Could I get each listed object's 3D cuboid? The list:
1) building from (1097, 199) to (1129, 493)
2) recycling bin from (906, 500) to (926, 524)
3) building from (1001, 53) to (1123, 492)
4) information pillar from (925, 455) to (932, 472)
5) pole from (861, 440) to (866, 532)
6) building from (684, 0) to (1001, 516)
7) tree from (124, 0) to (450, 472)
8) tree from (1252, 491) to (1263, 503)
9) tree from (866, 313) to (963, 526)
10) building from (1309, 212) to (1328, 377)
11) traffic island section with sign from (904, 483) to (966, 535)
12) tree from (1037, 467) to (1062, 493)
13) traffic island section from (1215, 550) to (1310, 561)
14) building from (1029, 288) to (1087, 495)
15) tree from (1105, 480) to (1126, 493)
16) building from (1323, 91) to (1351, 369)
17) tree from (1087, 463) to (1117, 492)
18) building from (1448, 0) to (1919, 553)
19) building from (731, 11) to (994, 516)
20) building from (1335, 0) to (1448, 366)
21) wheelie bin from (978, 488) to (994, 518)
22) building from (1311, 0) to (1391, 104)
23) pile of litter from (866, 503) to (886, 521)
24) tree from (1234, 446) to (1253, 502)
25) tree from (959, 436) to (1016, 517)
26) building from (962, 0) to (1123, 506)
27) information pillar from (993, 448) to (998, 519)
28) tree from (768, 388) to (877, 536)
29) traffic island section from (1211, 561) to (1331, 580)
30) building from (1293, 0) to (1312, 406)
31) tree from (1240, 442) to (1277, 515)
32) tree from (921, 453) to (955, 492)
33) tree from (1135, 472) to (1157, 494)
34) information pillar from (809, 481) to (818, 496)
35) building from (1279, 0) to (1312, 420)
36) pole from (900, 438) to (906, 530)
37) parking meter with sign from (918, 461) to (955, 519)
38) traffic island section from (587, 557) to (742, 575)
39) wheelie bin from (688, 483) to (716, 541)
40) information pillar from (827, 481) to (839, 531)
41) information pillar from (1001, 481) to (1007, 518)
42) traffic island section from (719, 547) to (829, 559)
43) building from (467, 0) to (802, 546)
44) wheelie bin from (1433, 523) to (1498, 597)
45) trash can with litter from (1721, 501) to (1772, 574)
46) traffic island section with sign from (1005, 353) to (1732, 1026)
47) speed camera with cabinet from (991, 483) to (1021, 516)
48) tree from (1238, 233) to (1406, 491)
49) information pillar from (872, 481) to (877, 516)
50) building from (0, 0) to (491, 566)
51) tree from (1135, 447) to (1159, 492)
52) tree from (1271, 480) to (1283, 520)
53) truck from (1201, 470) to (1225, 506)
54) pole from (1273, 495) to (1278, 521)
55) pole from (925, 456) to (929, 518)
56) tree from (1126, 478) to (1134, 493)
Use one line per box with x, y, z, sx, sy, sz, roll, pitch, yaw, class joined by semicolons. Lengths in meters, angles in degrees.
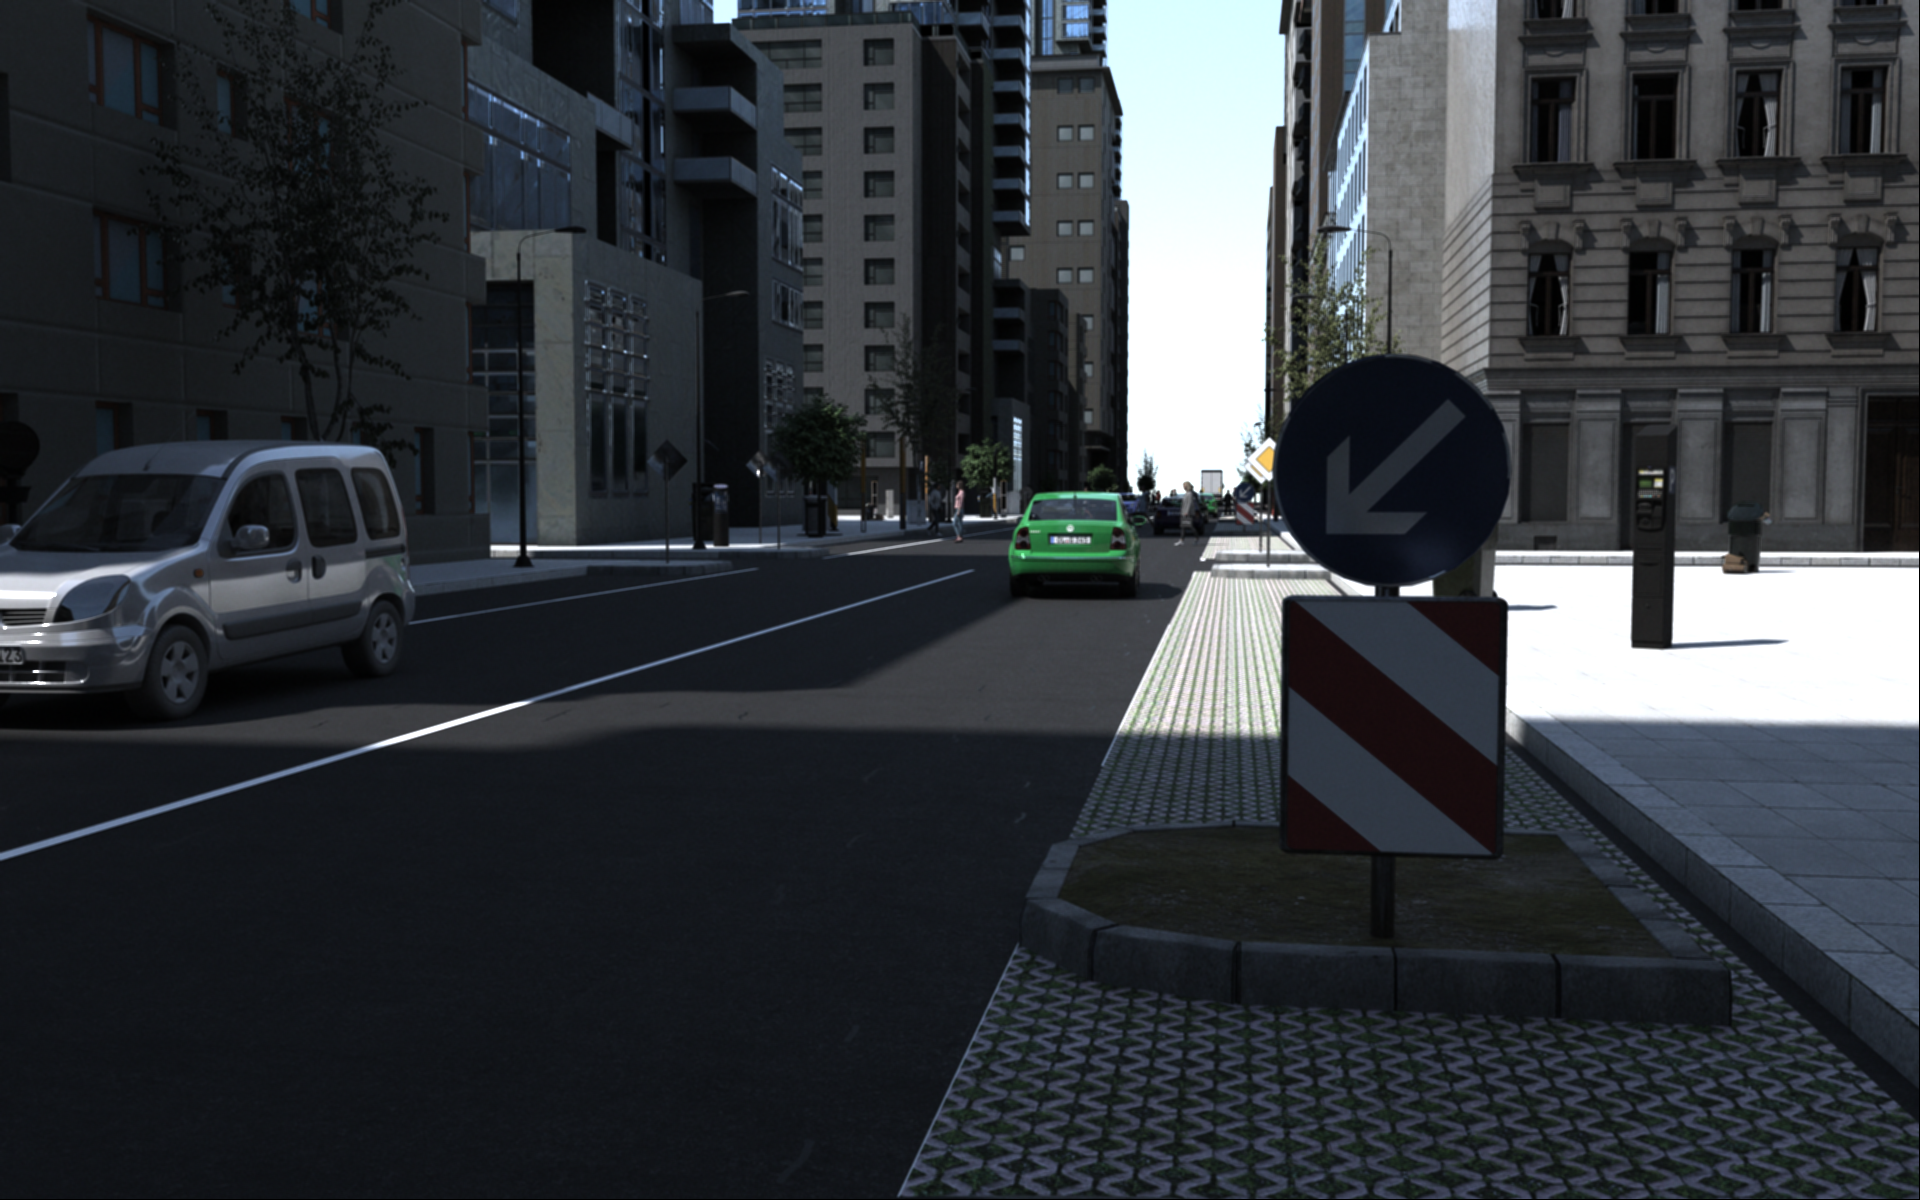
15.453;-33.733;235.122;14.154;41.232;14.086;1;4;9;building
-1.880;-3.772;74.233;0.722;1.027;0.722;-1;4;-15;recycling bin
4.961;-38.221;214.157;28.713;52.752;27.495;1;4;9;building
-1.809;-6.677;100.515;0.504;3.616;0.183;3;4;38;information pillar
-3.243;-3.933;58.150;0.158;3.312;0.155;0;3;0;pole
-5.149;-50.017;130.448;22.319;86.520;31.000;1;4;9;building
-8.849;-4.479;23.601;4.360;8.622;3.978;0;3;0;tree
44.057;-16.220;259.798;1.663;3.219;1.824;0;3;0;tree
-1.670;-7.294;69.615;4.360;8.622;3.978;0;3;0;tree
26.151;-14.479;101.352;10.561;19.102;19.286;1;4;9;building
-0.828;-3.229;61.416;1.989;1.847;2.006;1;4;9;traffic island section with sign
6.310;-7.951;124.593;1.663;3.219;1.824;0;3;0;tree
6.660;-0.977;38.254;2.009;0.180;2.903;1;4;9;traffic island section
-3.106;-19.409;162.370;27.650;21.520;28.899;1;4;9;building
16.380;-11.676;185.503;1.663;3.219;1.824;0;3;0;tree
22.709;-14.294;82.863;9.793;20.994;18.267;1;4;9;building
14.841;-12.124;181.943;4.285;4.588;4.351;0;3;0;tree
21.373;-11.785;41.841;18.267;20.994;9.793;1;4;9;building
-5.795;-20.583;108.239;14.160;30.474;14.107;1;4;9;building
19.905;-12.855;64.937;10.420;20.320;16.860;1;4;9;building
1.419;-5.265;93.997;0.980;1.594;0.693;1;4;11;wheelie bin
31.677;-28.773;120.541;14.600;45.320;14.200;1;4;9;building
-4.167;-4.313;84.484;1.176;0.858;1.719;3;5;40;pile of litter
43.825;-19.157;263.582;4.360;8.622;3.978;0;3;0;tree
1.594;-6.948;97.308;4.285;4.588;4.351;0;3;0;tree
14.091;-57.748;256.846;22.319;86.520;31.000;1;4;9;building
1.788;-5.889;87.636;0.183;3.616;0.504;1;4;13;information pillar
-4.271;-4.281;53.700;4.285;4.588;4.351;0;3;0;tree
5.424;-0.494;30.364;2.009;0.180;2.903;1;4;9;traffic island section
38.809;-29.760;141.199;22.147;44.769;28.867;1;4;9;building
19.866;-7.643;108.673;4.285;4.588;4.351;0;3;0;tree
-1.040;-5.309;81.396;1.663;3.219;1.824;0;3;0;tree
27.097;-16.478;253.125;4.285;4.588;4.351;0;3;0;tree
-6.632;-4.519;78.379;0.304;2.012;0.304;-2;4;-27;information pillar
45.670;-35.420;168.355;28.713;52.752;27.495;1;4;9;building
-2.070;-4.207;62.622;0.158;3.312;0.155;0;3;0;pole
-1.285;-5.799;91.075;1.738;3.016;0.543;2;4;26;parking meter with sign
-5.435;-0.598;32.065;2.009;0.180;2.903;1;4;9;traffic island section
-6.980;-2.420;47.475;0.980;1.594;0.693;0;4;1;wheelie bin
-4.412;-4.199;60.005;0.183;3.616;0.504;-3;4;-37;information pillar
2.383;-5.506;94.513;0.304;2.012;0.304;0;4;-2;information pillar
-4.198;-1.081;39.954;2.009;0.180;2.903;1;4;9;traffic island section
-18.041;-45.515;56.845;22.319;86.520;31.000;1;4;9;building
5.549;-0.688;19.153;0.693;1.594;0.980;3;4;37;wheelie bin
12.737;-1.022;28.094;0.624;1.170;1.055;2;4;34;trash can with litter
1.237;0.178;5.710;1.989;1.847;2.006;1;4;9;traffic island section with sign
2.751;-6.721;104.219;2.038;3.252;0.660;-3;5;-40;speed camera with cabinet
10.511;-5.997;48.408;4.737;8.622;4.395;0;3;0;tree
-4.963;-5.877;100.584;0.304;2.012;0.304;-1;4;-9;information pillar
-25.720;-10.841;22.283;28.899;21.520;27.650;1;4;9;building
28.763;-19.238;264.903;4.737;8.622;4.395;0;3;0;tree
16.598;-5.634;86.724;1.663;3.219;1.824;0;3;0;tree
29.791;-13.195;204.649;2.839;4.237;11.283;1;4;9;truck
14.816;-5.341;81.168;0.158;3.312;0.155;0;3;0;pole
-1.748;-6.028;92.393;0.158;3.312;0.155;0;3;0;pole
20.095;-13.005;207.236;1.663;3.219;1.824;0;3;0;tree
